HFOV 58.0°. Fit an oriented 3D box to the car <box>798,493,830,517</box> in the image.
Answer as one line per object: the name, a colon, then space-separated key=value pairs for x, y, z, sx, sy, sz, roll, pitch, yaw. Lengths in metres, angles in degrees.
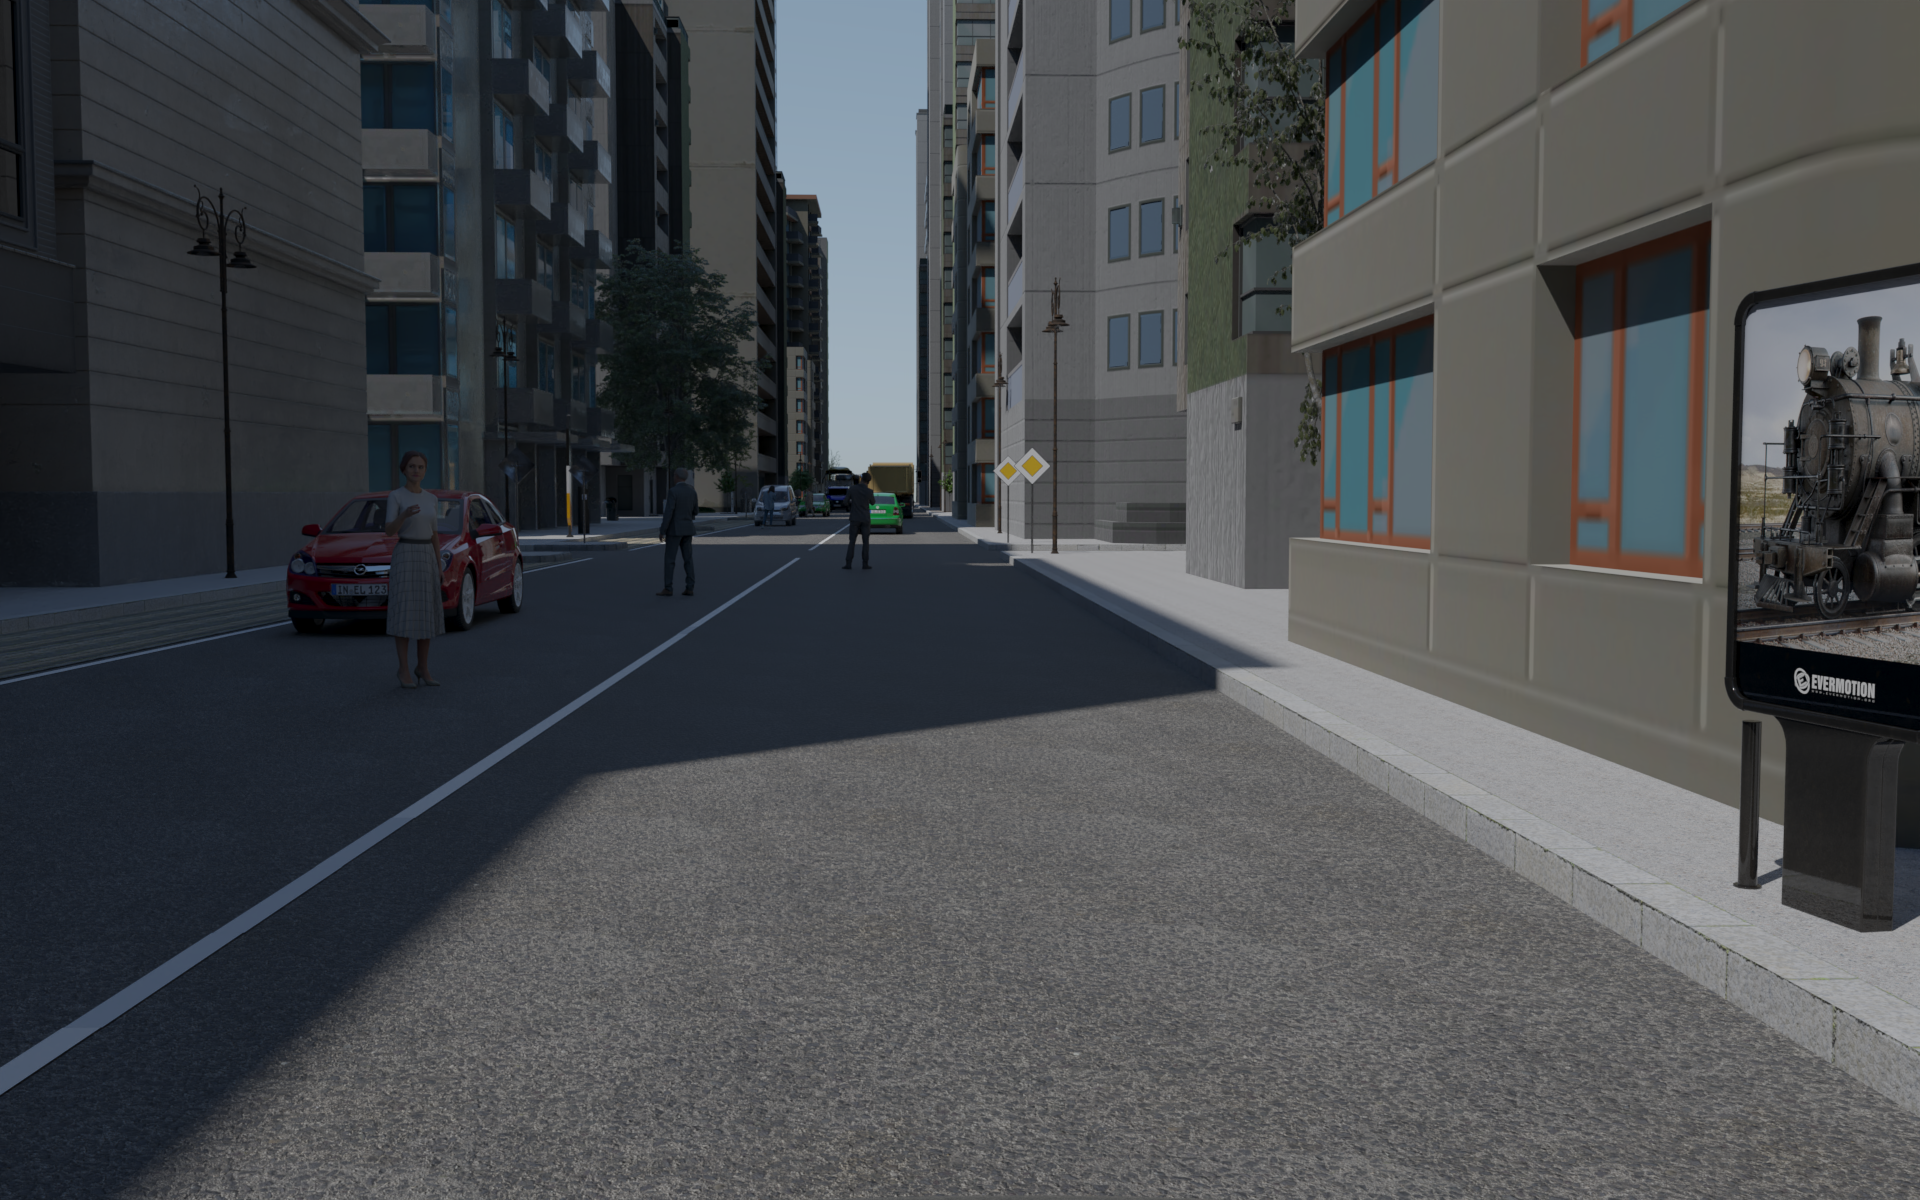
car: x=-9.236 y=-6.180 z=109.844 sx=1.959 sy=1.807 sz=4.718 roll=0 pitch=4 yaw=0

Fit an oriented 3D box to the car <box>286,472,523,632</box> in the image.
car: x=-6.116 y=-0.633 z=19.392 sx=2.155 sy=1.783 sz=4.494 roll=0 pitch=4 yaw=-4

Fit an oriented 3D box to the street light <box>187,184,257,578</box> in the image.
street light: x=-11.137 y=-3.272 z=26.280 sx=0.468 sy=5.910 sz=1.993 roll=0 pitch=4 yaw=-2

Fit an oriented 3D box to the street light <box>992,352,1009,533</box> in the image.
street light: x=1.299 y=-5.106 z=56.272 sx=0.468 sy=5.910 sz=1.993 roll=0 pitch=4 yaw=-2

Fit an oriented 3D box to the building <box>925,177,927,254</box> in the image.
building: x=6.449 y=-37.686 z=235.769 sx=23.786 sy=49.044 sz=30.456 roll=0 pitch=4 yaw=-2

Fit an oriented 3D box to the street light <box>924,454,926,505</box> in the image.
street light: x=-3.884 y=-13.689 z=196.603 sx=0.468 sy=5.910 sz=1.993 roll=0 pitch=4 yaw=-2

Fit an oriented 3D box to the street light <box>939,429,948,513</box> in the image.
street light: x=-1.043 y=-9.013 z=120.154 sx=0.468 sy=5.910 sz=1.993 roll=0 pitch=4 yaw=-2

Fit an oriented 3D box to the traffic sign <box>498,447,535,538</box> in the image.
traffic sign: x=-9.479 y=-2.044 z=37.061 sx=0.795 sy=2.450 sz=0.064 roll=0 pitch=4 yaw=-2

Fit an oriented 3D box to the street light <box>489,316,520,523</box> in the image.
street light: x=-11.831 y=-4.425 z=45.135 sx=0.468 sy=5.910 sz=1.993 roll=0 pitch=4 yaw=-2

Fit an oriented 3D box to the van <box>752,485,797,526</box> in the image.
van: x=-8.375 y=-4.379 z=78.608 sx=2.013 sy=2.044 sz=4.112 roll=0 pitch=4 yaw=-1

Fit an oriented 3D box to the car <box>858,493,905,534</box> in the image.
car: x=-2.969 y=-3.312 z=62.945 sx=1.959 sy=1.807 sz=4.718 roll=0 pitch=4 yaw=-2

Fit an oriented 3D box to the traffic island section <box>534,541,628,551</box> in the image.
traffic island section: x=-9.799 y=-1.396 z=45.101 sx=2.009 sy=0.180 sz=2.903 roll=0 pitch=4 yaw=-2

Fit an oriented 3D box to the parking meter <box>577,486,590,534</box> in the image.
parking meter: x=-12.144 y=-2.903 z=55.871 sx=0.372 sy=1.533 sz=0.369 roll=0 pitch=3 yaw=0

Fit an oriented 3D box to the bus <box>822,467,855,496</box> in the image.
bus: x=-10.958 y=-10.212 z=158.511 sx=2.896 sy=3.916 sz=12.252 roll=0 pitch=4 yaw=-2

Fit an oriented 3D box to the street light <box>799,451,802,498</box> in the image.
street light: x=-17.168 y=-13.076 z=186.571 sx=0.468 sy=5.910 sz=1.993 roll=0 pitch=4 yaw=-2

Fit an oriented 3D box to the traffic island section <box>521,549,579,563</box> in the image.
traffic island section: x=-9.502 y=-0.908 z=37.122 sx=2.009 sy=0.180 sz=2.903 roll=0 pitch=4 yaw=-2

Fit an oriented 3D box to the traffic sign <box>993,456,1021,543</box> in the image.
traffic sign: x=1.262 y=-2.556 z=45.429 sx=0.795 sy=2.450 sz=0.064 roll=0 pitch=4 yaw=-2

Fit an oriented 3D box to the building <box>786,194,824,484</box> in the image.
building: x=-30.834 y=-36.163 z=245.881 sx=22.147 sy=44.769 sz=28.867 roll=0 pitch=4 yaw=-2

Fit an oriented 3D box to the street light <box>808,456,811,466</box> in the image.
street light: x=-17.737 y=-14.191 z=204.805 sx=0.468 sy=5.910 sz=1.993 roll=0 pitch=4 yaw=-2

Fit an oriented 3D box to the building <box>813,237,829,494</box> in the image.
building: x=-27.595 y=-35.742 z=267.982 sx=14.154 sy=41.232 sz=14.086 roll=0 pitch=4 yaw=-2

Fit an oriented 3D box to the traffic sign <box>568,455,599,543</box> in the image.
traffic sign: x=-9.776 y=-2.532 z=45.041 sx=0.795 sy=2.450 sz=0.064 roll=0 pitch=4 yaw=-2

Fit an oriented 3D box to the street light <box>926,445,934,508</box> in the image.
street light: x=-2.713 y=-11.708 z=164.218 sx=0.468 sy=5.910 sz=1.993 roll=0 pitch=4 yaw=-2

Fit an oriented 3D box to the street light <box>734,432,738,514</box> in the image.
street light: x=-14.271 y=-8.409 z=110.279 sx=0.468 sy=5.910 sz=1.993 roll=0 pitch=4 yaw=-2

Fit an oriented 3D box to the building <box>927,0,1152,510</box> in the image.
building: x=7.065 y=-39.097 z=181.240 sx=21.231 sy=58.520 sz=28.212 roll=0 pitch=4 yaw=-2

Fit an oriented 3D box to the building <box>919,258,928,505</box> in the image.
building: x=1.928 y=-26.993 z=213.041 sx=14.160 sy=30.474 sz=14.107 roll=0 pitch=4 yaw=-2

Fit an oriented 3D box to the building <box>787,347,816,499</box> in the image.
building: x=-32.707 y=-22.791 z=217.672 sx=27.650 sy=21.520 sz=28.899 roll=0 pitch=4 yaw=-2

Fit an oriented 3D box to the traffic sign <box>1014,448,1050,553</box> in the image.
traffic sign: x=1.558 y=-2.068 z=37.449 sx=0.795 sy=2.450 sz=0.064 roll=0 pitch=4 yaw=-2

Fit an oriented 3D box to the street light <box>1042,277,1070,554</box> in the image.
street light: x=2.039 y=-3.931 z=37.066 sx=0.468 sy=5.910 sz=1.993 roll=0 pitch=4 yaw=-2

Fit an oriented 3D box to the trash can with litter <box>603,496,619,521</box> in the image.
trash can with litter: x=-16.707 y=-4.381 z=83.013 sx=0.624 sy=1.170 sz=1.055 roll=0 pitch=4 yaw=2

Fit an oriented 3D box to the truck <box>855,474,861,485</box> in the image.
truck: x=-11.067 y=-10.766 z=171.941 sx=3.469 sy=3.379 sz=9.791 roll=0 pitch=4 yaw=-2

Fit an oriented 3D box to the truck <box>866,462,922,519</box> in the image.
truck: x=-4.071 y=-6.629 z=104.307 sx=3.469 sy=3.379 sz=9.791 roll=0 pitch=4 yaw=-1

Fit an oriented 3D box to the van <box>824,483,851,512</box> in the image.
van: x=-9.794 y=-8.303 z=140.132 sx=2.240 sy=2.365 sz=5.245 roll=0 pitch=4 yaw=-1

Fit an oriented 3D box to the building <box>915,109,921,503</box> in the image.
building: x=3.776 y=-44.247 z=265.444 sx=21.231 sy=58.520 sz=28.212 roll=0 pitch=4 yaw=-2

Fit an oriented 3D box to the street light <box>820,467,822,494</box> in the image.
street light: x=-18.972 y=-16.139 z=236.652 sx=0.468 sy=5.910 sz=1.993 roll=0 pitch=4 yaw=-2

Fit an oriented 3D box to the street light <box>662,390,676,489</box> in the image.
street light: x=-12.998 y=-6.399 z=77.414 sx=0.468 sy=5.910 sz=1.993 roll=0 pitch=4 yaw=-2
